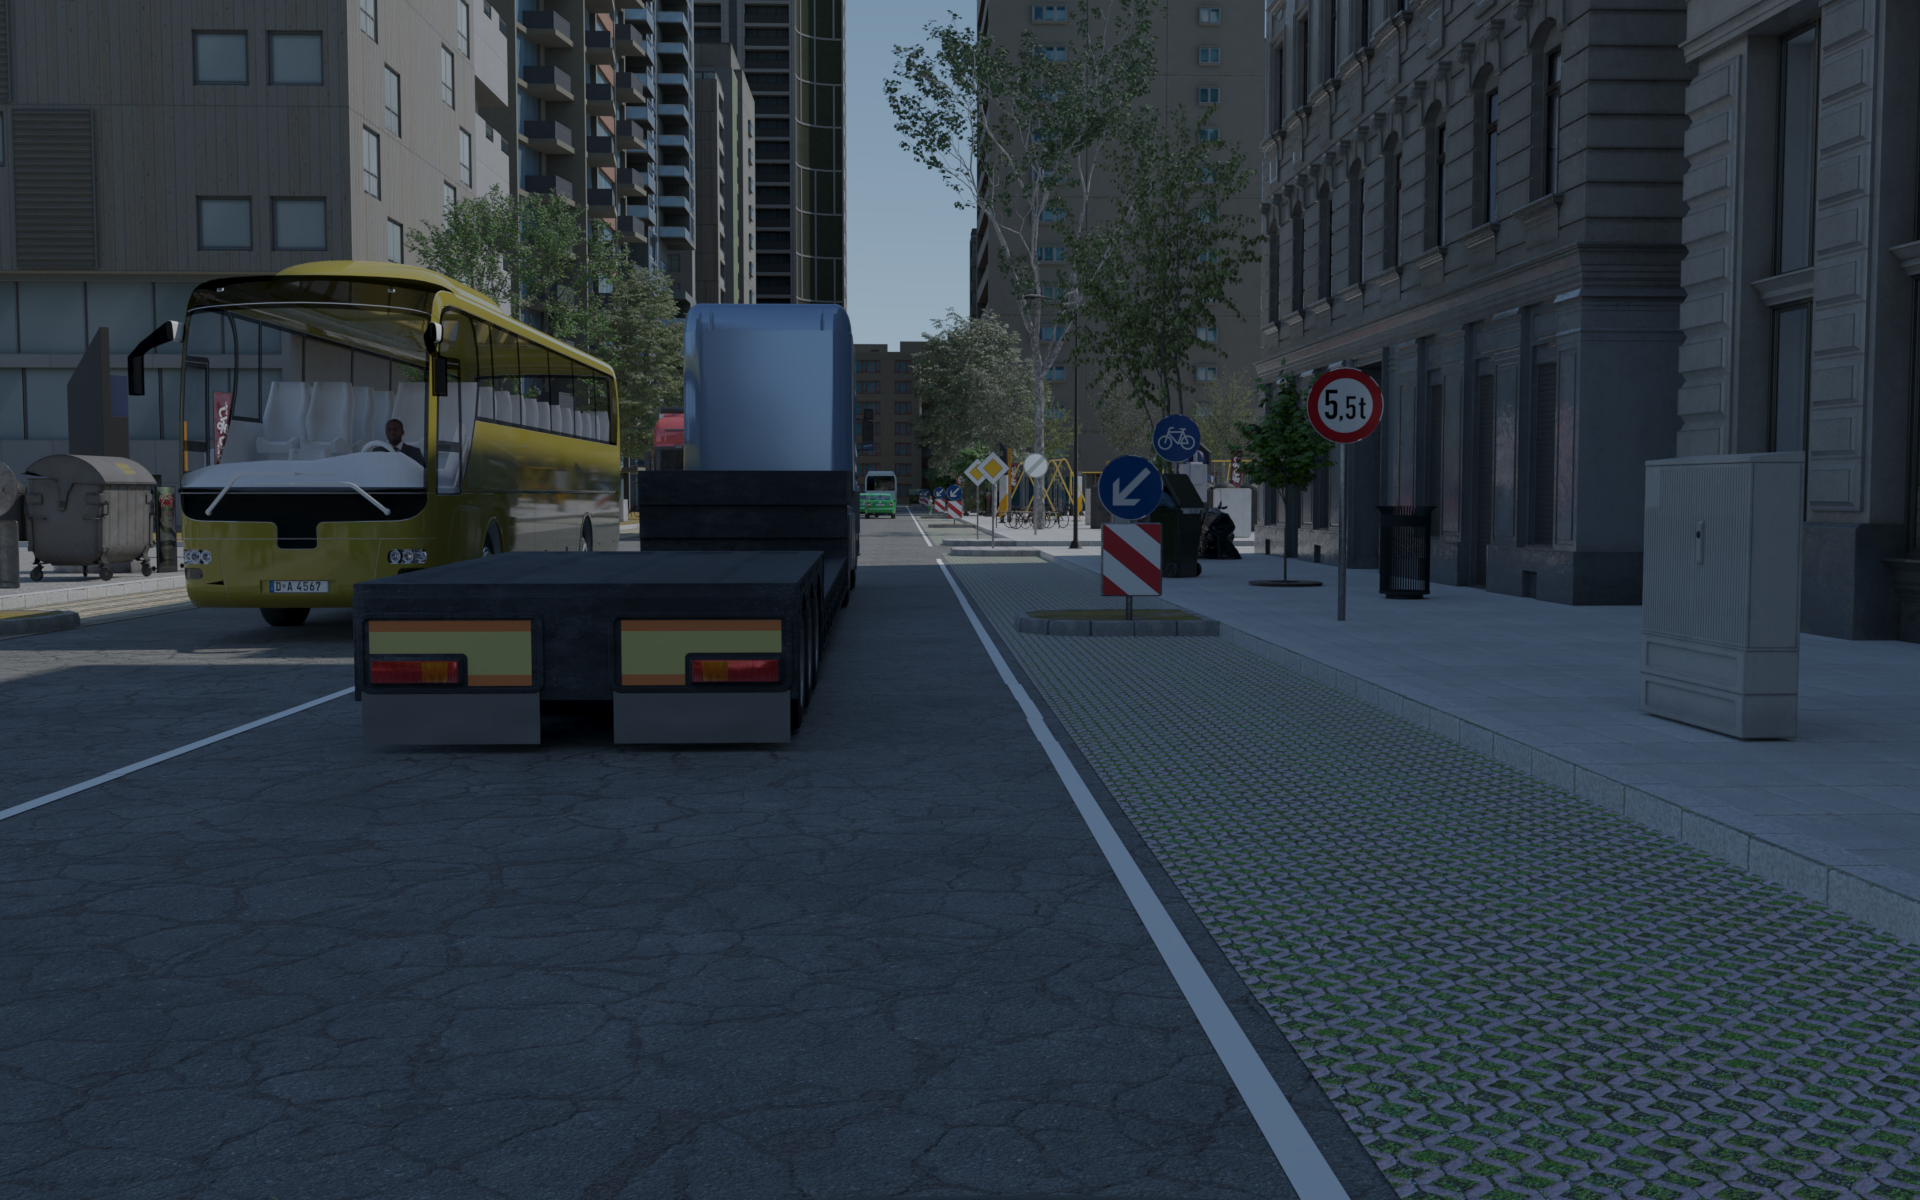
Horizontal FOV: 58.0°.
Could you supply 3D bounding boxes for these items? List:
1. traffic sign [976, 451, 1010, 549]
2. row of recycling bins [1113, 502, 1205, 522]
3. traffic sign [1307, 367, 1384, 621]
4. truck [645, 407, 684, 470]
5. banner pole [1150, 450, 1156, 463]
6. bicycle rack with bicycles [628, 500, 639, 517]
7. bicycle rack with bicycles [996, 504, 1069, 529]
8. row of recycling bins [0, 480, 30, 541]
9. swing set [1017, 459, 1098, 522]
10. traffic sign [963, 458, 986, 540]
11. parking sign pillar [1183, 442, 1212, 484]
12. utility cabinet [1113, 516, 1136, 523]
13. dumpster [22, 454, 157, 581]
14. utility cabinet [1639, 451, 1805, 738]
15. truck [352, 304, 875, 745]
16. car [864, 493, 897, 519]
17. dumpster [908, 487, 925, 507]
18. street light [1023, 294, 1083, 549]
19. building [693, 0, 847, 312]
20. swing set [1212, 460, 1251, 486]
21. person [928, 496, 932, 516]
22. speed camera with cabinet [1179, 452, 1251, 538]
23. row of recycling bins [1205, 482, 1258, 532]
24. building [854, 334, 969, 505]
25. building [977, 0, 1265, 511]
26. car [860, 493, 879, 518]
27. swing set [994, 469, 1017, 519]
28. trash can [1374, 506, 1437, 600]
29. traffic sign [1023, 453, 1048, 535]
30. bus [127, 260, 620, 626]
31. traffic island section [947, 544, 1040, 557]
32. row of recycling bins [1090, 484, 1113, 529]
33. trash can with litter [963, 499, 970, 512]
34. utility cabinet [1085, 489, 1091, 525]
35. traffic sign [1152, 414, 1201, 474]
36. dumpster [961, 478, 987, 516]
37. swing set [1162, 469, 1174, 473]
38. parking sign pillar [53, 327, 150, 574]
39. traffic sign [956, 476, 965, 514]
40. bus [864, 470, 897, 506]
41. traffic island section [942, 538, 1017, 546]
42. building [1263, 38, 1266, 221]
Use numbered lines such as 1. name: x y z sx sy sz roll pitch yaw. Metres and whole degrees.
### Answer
1. traffic sign: 0.774 -2.268 40.721 0.795 2.450 0.064 0 4 -2
2. row of recycling bins: 7.428 -3.354 61.944 3.534 1.692 1.069 0 4 -7
3. traffic sign: 3.870 -1.063 17.488 0.768 2.556 0.104 0 4 3
4. truck: -8.613 -4.233 58.128 2.839 4.237 11.283 0 4 -4
5. banner pole: 11.613 -6.948 103.619 0.401 3.779 0.863 2 4 24
6. bicycle rack with bicycles: -17.252 -5.140 97.422 2.925 0.926 2.852 3 5 44
7. bicycle rack with bicycles: 2.722 -3.133 64.612 2.925 0.926 2.852 -1 4 -22
8. row of recycling bins: -24.610 -2.465 47.422 3.534 1.692 1.069 0 4 -3
9. swing set: 4.368 -4.911 77.923 2.862 2.851 3.119 0 4 -8
10. traffic sign: 0.494 -2.756 48.702 0.795 2.450 0.064 0 4 -2
11. parking sign pillar: 10.316 -5.315 75.378 1.447 3.967 1.447 -3 5 -41
12. utility cabinet: 3.124 -1.487 32.987 0.318 1.500 1.173 1 4 12
13. dumpster: -13.115 -1.246 26.134 1.264 1.857 1.865 0 4 -2
14. utility cabinet: 4.136 -0.050 9.491 0.318 1.500 1.173 0 4 -4
15. truck: -2.485 -1.774 18.766 2.967 4.110 18.799 0 4 -2
16. car: -4.674 -5.670 101.494 1.959 1.807 4.718 0 4 -3
17. dumpster: -4.926 -11.815 198.124 1.985 2.255 1.502 0 4 -3
18. street light: 2.171 -4.154 40.464 1.470 5.913 1.316 0 4 -2
19. building: -24.816 -47.710 218.304 20.611 71.187 20.563 0 4 -2
20. swing set: 12.466 -5.066 80.443 3.119 2.851 2.862 1 4 21
21. person: -1.911 -5.985 110.595 0.306 1.304 0.590 1 4 15
22. speed camera with cabinet: 7.470 -3.446 50.685 2.038 3.252 0.660 -1 4 -12
23. row of recycling bins: 10.351 -3.188 59.243 3.534 1.692 1.069 -1 4 -10
24. building: 0.314 -23.197 224.318 28.899 21.520 27.650 0 4 -2
25. building: 12.477 -31.735 142.576 21.300 48.544 21.600 0 4 -2
26. car: -5.882 -5.987 106.678 1.959 1.807 4.718 0 4 -3
27. swing set: 3.158 -5.265 83.704 2.862 2.851 3.119 0 4 -6
28. trash can: 5.460 -0.587 21.245 0.748 1.137 0.748 0 3 0
29. traffic sign: 2.360 -3.298 54.029 0.768 2.556 0.104 0 4 2
30. bus: -6.512 -1.869 22.110 2.896 3.916 12.252 0 4 -3
31. traffic island section: 0.797 -1.133 40.800 2.009 0.180 2.903 0 4 -2
32. row of recycling bins: 5.984 -3.525 64.742 1.069 1.692 3.534 3 4 37
33. trash can with litter: 0.705 -6.892 124.066 1.055 1.170 0.624 0 4 3
34. utility cabinet: 5.406 -3.862 71.828 0.318 1.500 1.173 1 4 10
35. traffic sign: 3.459 -1.690 27.736 0.768 2.556 0.104 0 4 8
36. dumpster: 0.806 -5.977 100.224 1.502 2.255 1.985 0 4 -2
37. swing set: 14.086 -6.827 109.238 3.119 2.851 2.862 2 4 34
38. parking sign pillar: -14.179 -2.449 28.512 1.447 3.967 1.447 3 5 40
39. traffic sign: 0.158 -6.767 110.743 0.768 2.556 0.104 0 4 7
40. bus: -6.685 -9.241 145.952 2.948 3.499 13.247 0 4 -3
41. traffic island section: 0.517 -1.621 48.780 2.009 0.180 2.903 0 4 -2
42. building: 44.316 -41.549 221.317 28.212 58.520 21.231 0 4 -2
